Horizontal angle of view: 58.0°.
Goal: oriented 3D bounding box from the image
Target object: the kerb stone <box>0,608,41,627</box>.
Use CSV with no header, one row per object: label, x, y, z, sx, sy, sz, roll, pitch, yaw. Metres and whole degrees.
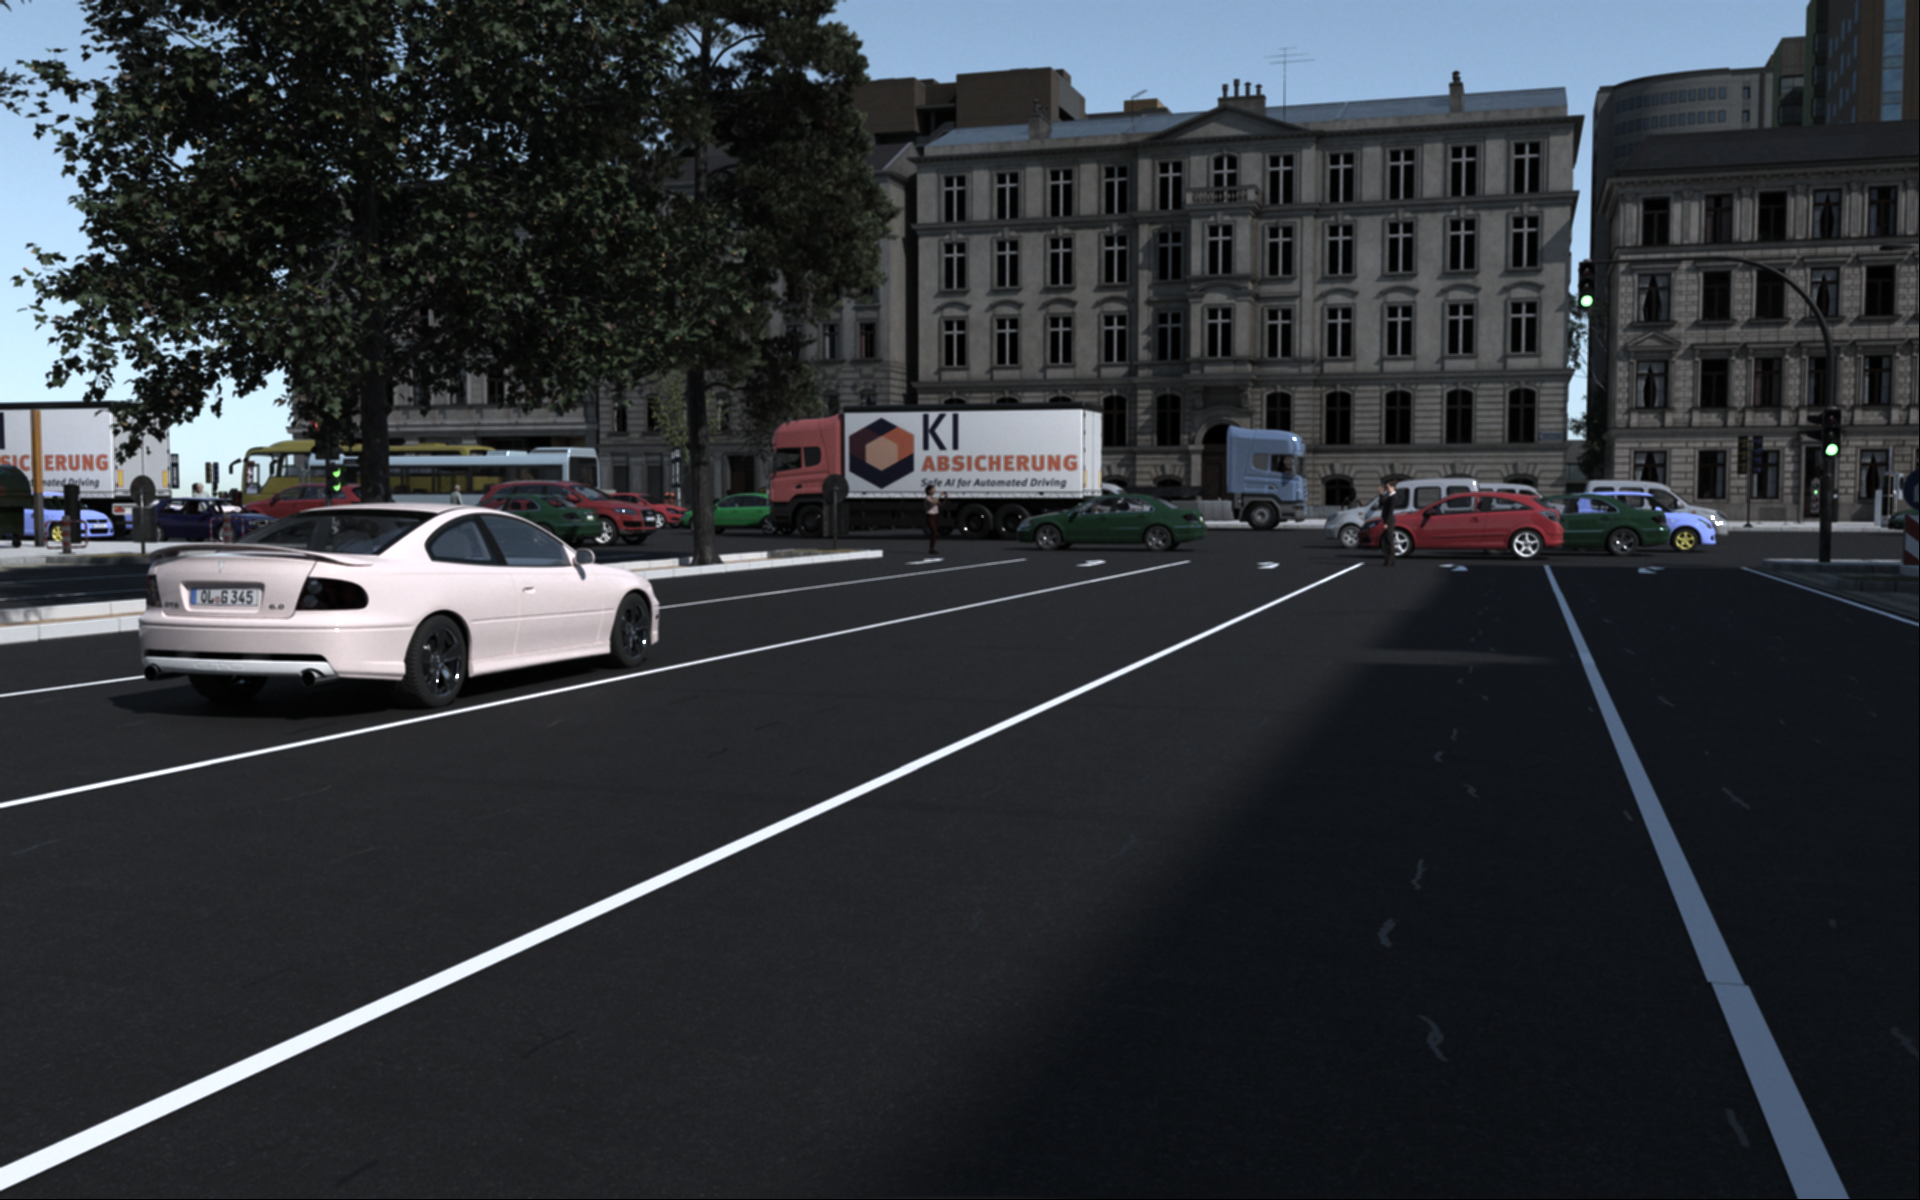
kerb stone,-10.592,0.191,19.076,0.120,0.150,1.000,1,4,18

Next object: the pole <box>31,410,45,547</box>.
pole,-22.384,-2.947,42.029,0.158,3.312,0.155,0,3,0

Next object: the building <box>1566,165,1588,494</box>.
building,76.134,-40.380,249.445,27.495,52.752,28.713,1,4,18

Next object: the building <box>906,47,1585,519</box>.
building,15.294,-16.848,94.550,34.723,24.649,14.460,1,4,18

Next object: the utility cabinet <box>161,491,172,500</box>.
utility cabinet,-44.184,-5.352,96.189,0.318,1.500,1.173,0,4,4

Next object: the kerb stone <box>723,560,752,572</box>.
kerb stone,-4.182,-0.612,32.199,0.120,0.150,1.000,1,4,18

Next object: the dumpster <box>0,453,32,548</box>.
dumpster,-23.144,-2.334,40.652,1.502,2.255,1.985,1,4,18

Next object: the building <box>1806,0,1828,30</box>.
building,76.463,-28.063,142.416,14.154,41.232,14.086,1,4,18

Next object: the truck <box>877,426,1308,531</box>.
truck,5.267,-4.938,70.491,18.799,4.110,2.967,1,4,16

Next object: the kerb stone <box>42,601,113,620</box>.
kerb stone,-10.276,0.131,20.054,0.120,0.150,1.000,1,4,18

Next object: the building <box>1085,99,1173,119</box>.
building,19.695,-44.171,264.188,28.212,58.520,21.231,1,4,18

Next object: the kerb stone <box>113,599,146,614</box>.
kerb stone,-9.966,0.071,21.034,0.120,0.150,1.000,1,4,18

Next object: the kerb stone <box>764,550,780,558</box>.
kerb stone,-4.288,-1.006,38.737,0.120,0.150,1.000,1,4,18

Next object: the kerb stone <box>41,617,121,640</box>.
kerb stone,-8.910,0.294,17.451,0.120,0.150,1.000,1,4,18

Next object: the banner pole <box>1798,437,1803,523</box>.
banner pole,36.868,-5.259,75.998,0.401,3.779,0.863,2,4,25

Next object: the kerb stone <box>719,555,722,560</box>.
kerb stone,-5.235,-0.831,35.790,0.120,0.150,1.000,1,4,18

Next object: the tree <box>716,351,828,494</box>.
tree,-9.328,-8.090,82.632,4.360,8.622,3.978,0,3,0

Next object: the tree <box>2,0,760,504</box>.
tree,-8.051,-6.377,23.736,9.611,12.733,9.660,0,3,0

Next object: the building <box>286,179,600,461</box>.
building,-38.536,-15.851,110.073,40.483,20.767,10.553,1,4,18

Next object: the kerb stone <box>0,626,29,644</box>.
kerb stone,-9.220,0.350,16.470,0.120,0.150,1.000,1,4,18

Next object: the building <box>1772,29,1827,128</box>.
building,80.543,-28.945,156.837,14.154,41.232,14.086,1,4,18

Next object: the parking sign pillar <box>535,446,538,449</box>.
parking sign pillar,-23.817,-6.687,97.801,1.447,3.967,1.447,-1,4,-18

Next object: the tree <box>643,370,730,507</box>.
tree,-14.150,-8.422,88.055,4.737,8.622,4.395,0,3,0

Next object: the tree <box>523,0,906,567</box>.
tree,-5.142,-7.590,33.972,7.806,13.903,7.818,0,3,0

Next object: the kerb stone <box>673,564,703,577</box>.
kerb stone,-4.811,-0.490,30.233,0.120,0.150,1.000,1,4,18

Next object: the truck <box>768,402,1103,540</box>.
truck,-1.188,-4.071,55.469,11.283,4.237,2.839,1,4,18

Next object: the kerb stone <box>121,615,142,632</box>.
kerb stone,-8.597,0.230,18.430,0.120,0.150,1.000,1,4,18

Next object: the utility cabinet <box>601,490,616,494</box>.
utility cabinet,-18.188,-4.886,88.558,1.173,1.500,0.318,0,3,0

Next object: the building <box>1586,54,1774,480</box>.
building,101.609,-42.539,237.511,28.212,58.520,21.231,1,4,18

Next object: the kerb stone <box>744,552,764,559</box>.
kerb stone,-4.601,-0.950,37.756,0.120,0.150,1.000,1,4,18

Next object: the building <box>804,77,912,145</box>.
building,-9.128,-32.732,185.278,14.200,45.320,14.600,1,4,18

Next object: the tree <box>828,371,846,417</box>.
tree,-8.042,-8.462,88.721,4.360,8.622,3.978,0,3,0

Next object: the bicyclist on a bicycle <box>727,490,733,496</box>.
bicyclist on a bicycle,-9.697,-3.818,72.441,1.625,1.676,1.499,1,4,18

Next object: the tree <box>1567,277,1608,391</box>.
tree,49.701,-16.707,129.055,12.611,20.169,13.585,0,3,0

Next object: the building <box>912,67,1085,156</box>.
building,4.433,-32.475,181.072,14.200,45.320,14.600,1,4,18

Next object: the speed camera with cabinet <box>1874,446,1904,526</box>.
speed camera with cabinet,37.973,-4.673,70.745,0.660,3.252,2.038,3,5,42

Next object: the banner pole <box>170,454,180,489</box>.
banner pole,-43.112,-6.409,94.796,0.401,3.779,0.863,2,4,35

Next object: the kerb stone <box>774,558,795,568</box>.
kerb stone,-3.552,-0.728,34.157,0.120,0.150,1.000,1,4,18

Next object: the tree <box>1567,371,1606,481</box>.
tree,54.845,-13.799,142.624,9.611,12.733,9.660,0,3,0

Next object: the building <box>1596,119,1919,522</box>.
building,41.311,-13.440,84.367,19.286,19.102,10.561,1,4,18

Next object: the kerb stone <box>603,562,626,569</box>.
kerb stone,-6.494,-0.587,31.860,0.120,0.150,1.000,1,4,18

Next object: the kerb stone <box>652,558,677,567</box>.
kerb stone,-5.864,-0.705,33.817,0.120,0.150,1.000,1,4,18

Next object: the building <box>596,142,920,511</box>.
building,-10.803,-15.365,100.370,18.267,20.994,9.793,1,4,18

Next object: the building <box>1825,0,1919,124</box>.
building,72.809,-29.268,128.637,14.600,45.320,14.200,1,4,18

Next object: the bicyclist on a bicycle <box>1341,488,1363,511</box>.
bicyclist on a bicycle,11.292,-2.436,49.857,1.499,1.676,1.625,1,4,17

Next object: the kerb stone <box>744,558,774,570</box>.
kerb stone,-3.867,-0.672,33.178,0.120,0.150,1.000,1,4,18

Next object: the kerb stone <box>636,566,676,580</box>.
kerb stone,-5.132,-0.431,29.244,0.120,0.150,1.000,1,4,18

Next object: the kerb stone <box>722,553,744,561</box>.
kerb stone,-4.915,-0.891,36.770,0.120,0.150,1.000,1,4,18

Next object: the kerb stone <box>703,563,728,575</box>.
kerb stone,-4.495,-0.551,31.211,0.120,0.150,1.000,1,4,18

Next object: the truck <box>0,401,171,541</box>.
truck,-30.456,-4.024,54.702,11.283,4.237,2.839,1,4,16

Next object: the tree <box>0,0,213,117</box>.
tree,-11.579,-6.111,12.735,12.009,13.543,11.850,0,3,0

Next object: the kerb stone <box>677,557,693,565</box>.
kerb stone,-5.553,-0.771,34.798,0.120,0.150,1.000,1,4,18

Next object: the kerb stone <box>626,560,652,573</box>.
kerb stone,-6.184,-0.651,32.840,0.120,0.150,1.000,1,4,18

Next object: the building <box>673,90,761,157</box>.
building,-22.905,-32.948,188.811,14.200,45.320,14.600,1,4,18

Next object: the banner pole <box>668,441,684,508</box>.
banner pole,-13.193,-5.600,81.576,0.401,3.779,0.863,2,4,31
